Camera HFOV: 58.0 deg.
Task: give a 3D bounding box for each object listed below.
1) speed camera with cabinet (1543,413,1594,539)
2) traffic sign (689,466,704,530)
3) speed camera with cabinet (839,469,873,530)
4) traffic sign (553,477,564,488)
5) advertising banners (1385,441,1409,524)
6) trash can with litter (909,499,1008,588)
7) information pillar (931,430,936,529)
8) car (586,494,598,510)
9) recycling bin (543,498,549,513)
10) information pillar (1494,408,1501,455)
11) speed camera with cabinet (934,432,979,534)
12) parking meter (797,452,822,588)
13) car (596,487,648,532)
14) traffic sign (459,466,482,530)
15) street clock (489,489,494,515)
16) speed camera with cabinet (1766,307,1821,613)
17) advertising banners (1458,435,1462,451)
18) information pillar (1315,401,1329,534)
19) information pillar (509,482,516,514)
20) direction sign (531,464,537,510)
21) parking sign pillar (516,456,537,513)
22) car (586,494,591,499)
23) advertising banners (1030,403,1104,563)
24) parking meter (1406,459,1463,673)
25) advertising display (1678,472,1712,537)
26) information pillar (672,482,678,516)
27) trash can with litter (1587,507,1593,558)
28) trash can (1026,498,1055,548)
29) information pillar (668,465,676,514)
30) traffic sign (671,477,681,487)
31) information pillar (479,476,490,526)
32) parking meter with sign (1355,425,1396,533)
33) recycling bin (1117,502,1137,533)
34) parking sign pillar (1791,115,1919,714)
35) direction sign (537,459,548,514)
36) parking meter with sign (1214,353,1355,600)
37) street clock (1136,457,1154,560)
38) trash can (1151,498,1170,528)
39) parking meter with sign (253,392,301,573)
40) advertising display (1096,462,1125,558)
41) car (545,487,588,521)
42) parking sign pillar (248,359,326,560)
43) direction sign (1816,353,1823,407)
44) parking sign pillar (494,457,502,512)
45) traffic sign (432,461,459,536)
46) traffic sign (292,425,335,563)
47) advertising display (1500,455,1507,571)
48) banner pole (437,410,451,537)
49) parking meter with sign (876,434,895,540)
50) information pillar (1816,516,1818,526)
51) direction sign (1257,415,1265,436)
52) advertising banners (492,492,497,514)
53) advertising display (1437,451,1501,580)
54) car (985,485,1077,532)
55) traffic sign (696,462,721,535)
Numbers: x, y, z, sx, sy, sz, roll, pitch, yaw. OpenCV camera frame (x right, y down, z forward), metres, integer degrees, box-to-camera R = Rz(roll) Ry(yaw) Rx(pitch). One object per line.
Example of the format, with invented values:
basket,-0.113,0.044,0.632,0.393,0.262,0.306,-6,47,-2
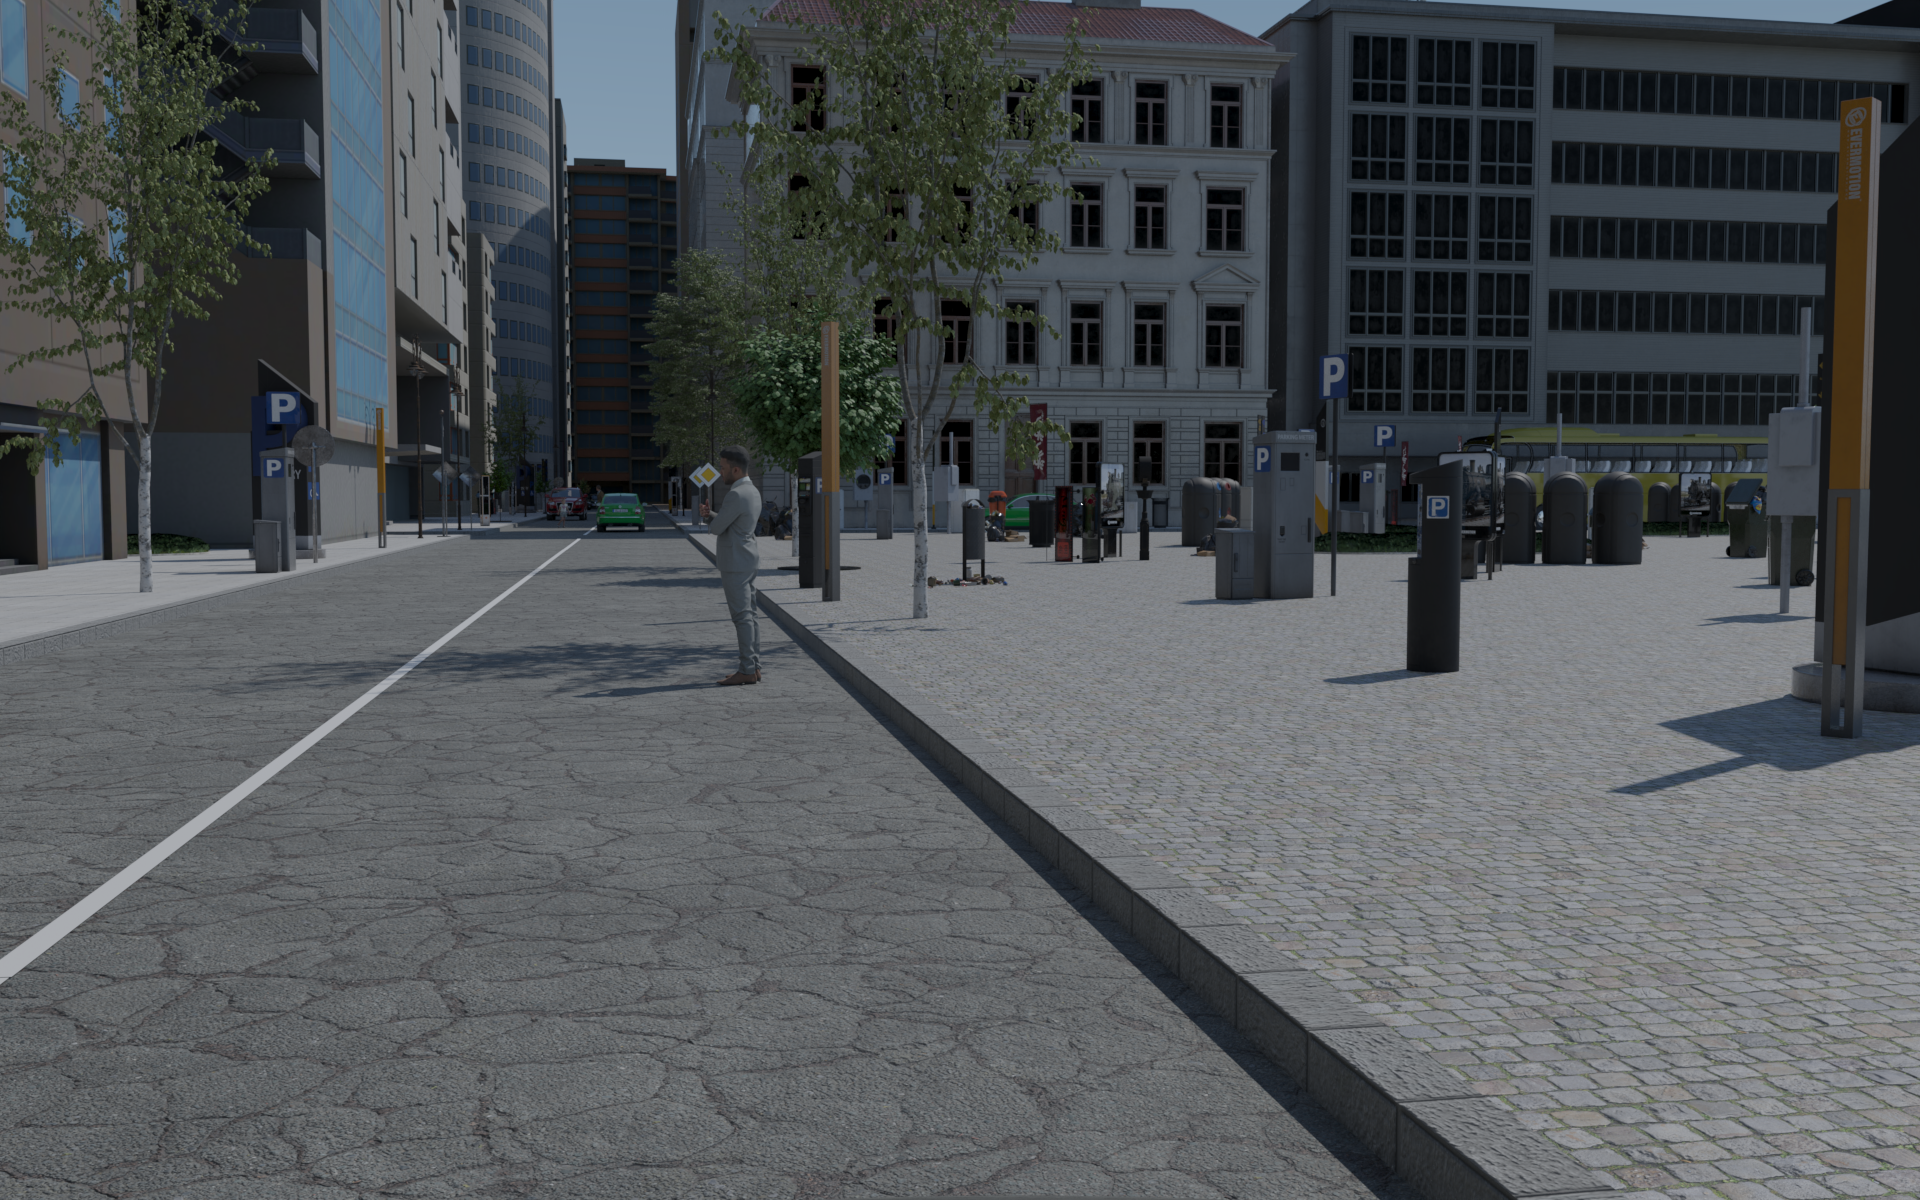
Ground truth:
speed camera with cabinet,15.409,-2.942,42.441,2.038,3.252,0.660,2,4,27
traffic sign,-9.399,-3.605,62.578,0.795,2.450,0.064,-1,4,-10
speed camera with cabinet,-4.212,-4.186,62.782,2.038,3.252,0.660,-1,4,-11
traffic sign,-30.115,-7.942,129.960,0.768,2.556,0.104,-1,4,-8
advertising banners,14.558,-3.783,58.040,0.090,3.025,2.074,-1,4,-10
trash can with litter,-0.101,-0.828,24.591,1.678,1.210,2.233,2,4,32
information pillar,-0.963,-4.411,63.482,0.183,3.616,0.504,0,3,0
car,-32.383,-8.840,154.327,2.009,1.686,4.222,-1,4,-9
recycling bin,-28.346,-6.544,119.545,0.722,1.027,0.722,0,4,6
information pillar,14.565,-3.402,46.983,0.183,3.616,0.504,2,4,28
speed camera with cabinet,-0.102,-3.785,56.221,0.660,3.252,2.038,2,4,30
parking meter,-2.010,-1.097,23.653,0.255,1.863,0.399,2,4,33
car,-12.969,-3.520,66.354,1.959,1.807,4.718,-1,4,-10
traffic sign,-17.263,-3.517,61.147,0.795,2.450,0.064,-1,4,-10
street clock,-29.214,-6.321,107.921,0.358,2.002,0.471,-3,5,-41
speed camera with cabinet,9.527,-1.449,18.020,0.660,3.252,2.038,-3,4,-36
advertising banners,15.269,-3.440,52.435,0.090,3.025,2.074,2,4,28
information pillar,9.151,-3.204,43.743,0.183,3.616,0.504,-1,4,-20
information pillar,-28.219,-6.400,109.138,0.304,2.012,0.304,1,4,16
direction sign,-31.818,-8.435,129.909,0.876,3.537,0.379,-1,4,-22
parking sign pillar,-29.440,-7.877,117.264,1.447,3.967,1.447,2,4,34
car,-35.113,-9.504,167.186,2.131,1.459,4.920,-1,4,-10
advertising banners,1.989,-2.237,32.755,0.090,3.025,2.074,-3,4,-38
parking meter,3.443,-0.254,12.567,0.372,1.533,0.369,0,3,0
advertising display,21.826,-2.829,51.461,0.974,1.923,0.123,0,4,-5
information pillar,-16.670,-5.916,101.226,0.304,2.012,0.304,0,4,3
trash can with litter,12.866,-1.432,34.808,1.055,1.170,0.624,-3,5,-40
trash can,1.963,-1.836,41.672,0.748,1.137,0.748,0,3,0
information pillar,-18.877,-7.471,113.501,0.504,3.616,0.183,-1,4,-13
traffic sign,-16.850,-6.164,102.915,0.606,2.300,0.079,0,4,-2
information pillar,-18.977,-3.954,69.146,0.304,2.012,0.304,-3,4,-36
parking meter with sign,10.243,-2.866,43.113,0.543,3.016,1.738,3,4,36
recycling bin,5.453,-2.709,56.846,0.722,1.027,0.722,0,4,6
parking sign pillar,5.946,-1.354,10.602,1.447,3.967,1.447,-1,4,-19
direction sign,-26.634,-7.288,111.157,0.379,3.537,0.876,1,4,9
parking meter with sign,3.968,-1.533,21.334,1.738,3.016,0.543,-2,4,-28
street clock,3.573,-1.770,33.511,0.358,2.002,0.471,0,4,3
trash can,7.549,-3.282,65.315,0.748,1.137,0.748,0,3,0
parking meter with sign,-11.368,-1.990,28.790,0.543,3.016,1.738,-1,4,-11
advertising display,3.033,-1.820,34.971,0.123,1.923,0.974,2,4,35
car,-21.539,-5.276,94.942,2.281,1.827,5.304,-1,4,-10
parking sign pillar,-13.406,-2.810,34.413,1.447,3.967,1.447,1,4,16
direction sign,14.056,-2.180,27.642,0.379,3.537,0.876,-2,4,-30
parking sign pillar,-34.070,-8.421,126.162,1.447,3.967,1.447,-3,5,-42
traffic sign,-15.809,-3.037,53.295,0.795,2.450,0.064,-1,4,-10
traffic sign,-11.992,-1.960,32.151,0.768,2.556,0.104,-1,4,-9
advertising display,8.786,-1.421,28.442,0.123,1.923,0.974,2,4,30
banner pole,-15.505,-3.789,51.972,0.401,3.779,0.863,-1,4,-12
parking meter with sign,-2.151,-3.253,49.451,0.543,3.016,1.738,0,4,0
information pillar,34.876,-4.044,70.618,0.304,2.012,0.304,1,4,12
direction sign,8.644,-3.536,49.809,0.379,3.537,0.876,1,4,22
advertising banners,-29.477,-6.941,109.674,0.090,3.025,2.074,-2,4,-25
advertising display,7.623,-1.277,26.090,0.123,1.923,0.974,-3,5,-41
car,2.285,-3.139,60.124,4.718,1.807,1.959,-1,4,-9
traffic sign,-7.944,-3.124,54.726,0.795,2.450,0.064,-1,4,-10
